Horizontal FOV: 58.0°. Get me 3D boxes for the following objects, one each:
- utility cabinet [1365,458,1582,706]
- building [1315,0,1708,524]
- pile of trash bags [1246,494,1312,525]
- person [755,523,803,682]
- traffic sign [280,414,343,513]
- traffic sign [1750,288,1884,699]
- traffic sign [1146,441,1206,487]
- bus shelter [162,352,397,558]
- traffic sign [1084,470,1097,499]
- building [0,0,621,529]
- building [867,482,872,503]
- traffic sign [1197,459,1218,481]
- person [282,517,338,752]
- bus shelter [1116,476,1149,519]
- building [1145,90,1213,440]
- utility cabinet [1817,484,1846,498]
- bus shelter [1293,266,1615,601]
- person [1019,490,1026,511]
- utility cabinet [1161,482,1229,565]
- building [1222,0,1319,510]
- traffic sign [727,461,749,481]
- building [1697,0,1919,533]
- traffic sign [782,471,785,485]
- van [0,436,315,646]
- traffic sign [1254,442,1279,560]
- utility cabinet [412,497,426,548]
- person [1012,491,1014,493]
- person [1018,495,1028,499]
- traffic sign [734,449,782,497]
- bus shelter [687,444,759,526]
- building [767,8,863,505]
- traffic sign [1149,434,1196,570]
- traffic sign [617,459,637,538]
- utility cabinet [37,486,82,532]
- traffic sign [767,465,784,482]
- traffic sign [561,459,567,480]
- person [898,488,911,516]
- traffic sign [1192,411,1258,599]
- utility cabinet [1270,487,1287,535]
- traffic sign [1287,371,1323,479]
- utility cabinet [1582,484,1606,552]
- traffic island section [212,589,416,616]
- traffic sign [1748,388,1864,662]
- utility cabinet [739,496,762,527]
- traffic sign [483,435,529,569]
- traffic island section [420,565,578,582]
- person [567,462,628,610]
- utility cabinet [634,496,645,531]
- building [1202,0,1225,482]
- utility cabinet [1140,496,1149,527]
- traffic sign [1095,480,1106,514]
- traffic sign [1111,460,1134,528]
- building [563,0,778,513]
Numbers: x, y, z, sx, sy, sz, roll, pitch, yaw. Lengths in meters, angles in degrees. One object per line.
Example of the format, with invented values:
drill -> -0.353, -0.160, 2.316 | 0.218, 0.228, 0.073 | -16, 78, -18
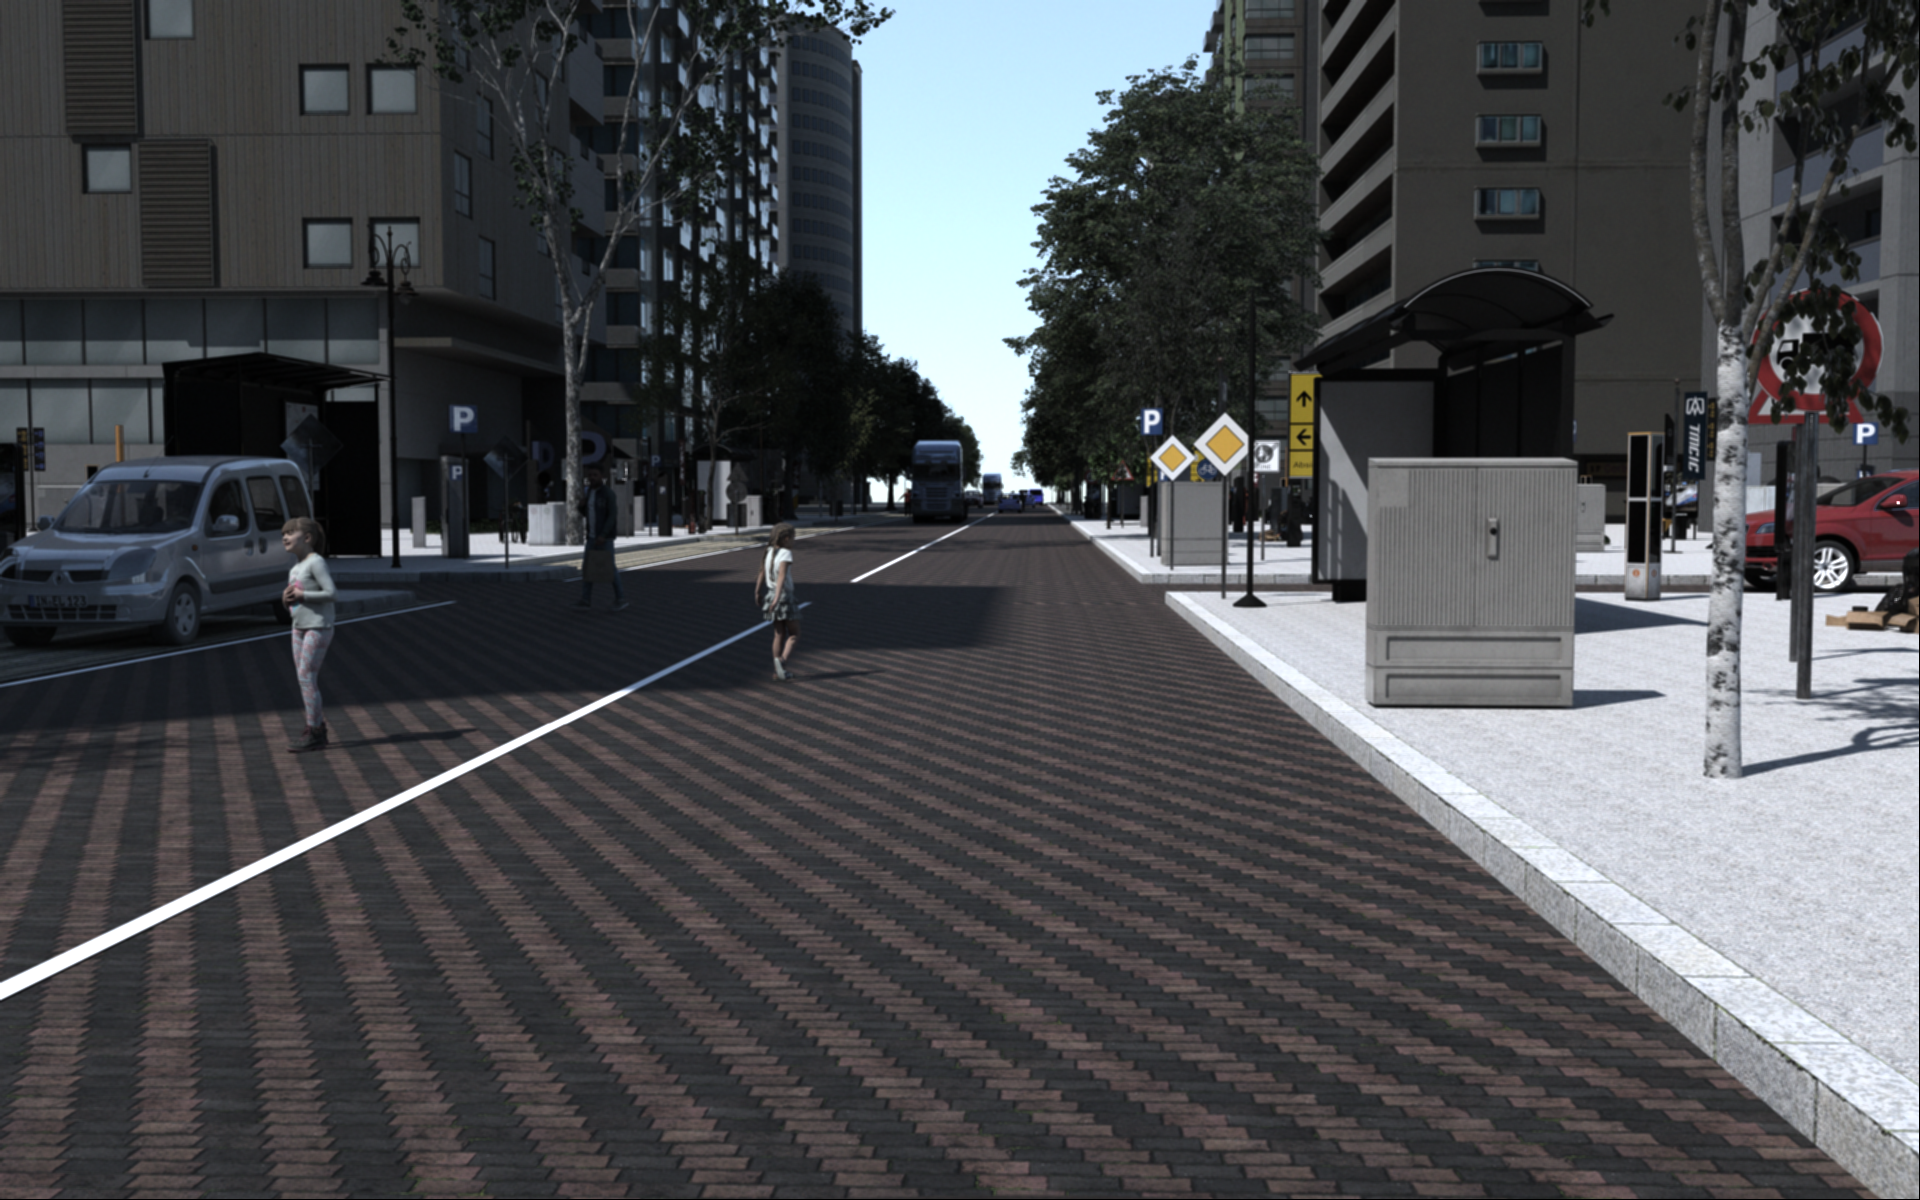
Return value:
utility cabinet -> 3.068, -0.107, 10.424 | 1.173, 1.500, 0.318 | 0, 4, 3
building -> 29.496, -28.054, 82.390 | 21.300, 48.544, 21.600 | 0, 4, 2
pile of trash bags -> 13.275, -3.866, 72.954 | 3.447, 1.369, 1.912 | 0, 4, -1
person -> -1.443, 0.011, 13.336 | 0.505, 1.210, 0.382 | 3, 5, 44
traffic sign -> -8.106, -1.102, 21.665 | 0.795, 2.450, 0.064 | 0, 4, 2
traffic sign -> 5.286, -0.652, 10.774 | 0.768, 2.556, 0.104 | 1, 4, 11
traffic sign -> 8.147, -4.376, 65.427 | 2.265, 3.308, 0.079 | 0, 4, 6
bus shelter -> -12.289, -2.478, 31.806 | 1.731, 3.624, 6.357 | 0, 4, 3
traffic sign -> 6.835, -5.494, 89.934 | 0.768, 2.556, 0.104 | 0, 4, 5
building -> -31.265, -29.661, 74.199 | 28.713, 52.752, 27.495 | 0, 4, 2
building -> -28.984, -33.541, 240.271 | 32.217, 40.220, 23.993 | 0, 4, 2
traffic sign -> 8.831, -3.774, 61.803 | 0.768, 2.556, 0.104 | 1, 4, 8
person -> -3.676, 0.186, 9.742 | 0.425, 1.301, 0.394 | 2, 4, 24
bus shelter -> 8.545, -5.564, 84.890 | 2.014, 3.302, 5.546 | 0, 4, 2
building -> 38.198, -38.797, 223.566 | 28.713, 52.752, 27.495 | 0, 4, 2
utility cabinet -> 18.322, -1.719, 36.790 | 1.173, 1.500, 0.318 | 3, 5, 43
bus shelter -> 4.894, -1.482, 18.162 | 2.014, 3.302, 5.546 | 0, 4, 3
person -> 5.295, -8.373, 145.956 | 0.434, 1.755, 0.990 | 3, 5, 40
utility cabinet -> 4.213, -1.371, 31.098 | 1.173, 1.500, 0.318 | -1, 4, -13
building -> 26.608, -27.314, 130.185 | 14.154, 41.232, 14.086 | 0, 4, 2
traffic sign -> -8.871, -4.224, 69.066 | 0.884, 2.594, 0.081 | 0, 4, 5
building -> 38.658, -30.931, 47.715 | 28.212, 58.520, 21.231 | 0, 4, 2
traffic sign -> -9.455, -5.730, 93.791 | 0.768, 2.556, 0.104 | 0, 4, 8
van -> -8.042, -0.647, 17.590 | 2.013, 2.044, 4.112 | 0, 4, 2
traffic sign -> 5.859, -1.916, 33.463 | 0.606, 2.300, 0.079 | 1, 4, 9
utility cabinet -> -13.011, -1.864, 41.642 | 0.306, 1.237, 1.020 | -1, 4, -16
person -> 4.501, -8.400, 146.775 | 0.436, 1.711, 0.756 | -1, 4, -20
person -> 6.199, -10.083, 174.077 | 1.217, 1.735, 0.721 | 0, 4, 8
traffic sign -> -9.174, -5.185, 78.654 | 2.265, 3.308, 0.079 | 1, 4, 10
bus shelter -> -9.809, -4.779, 72.066 | 2.014, 3.302, 5.546 | 0, 4, 3
building -> -23.856, -41.061, 213.350 | 21.231, 58.520, 28.212 | 0, 4, 2
traffic sign -> 3.569, -1.559, 29.139 | 0.795, 2.450, 0.064 | 0, 4, 2
traffic sign -> -9.708, -2.959, 50.502 | 0.606, 2.300, 0.079 | 0, 4, 3
utility cabinet -> -24.628, -2.376, 47.532 | 1.173, 1.500, 0.318 | -2, 4, -24
traffic sign -> -8.040, -4.615, 75.554 | 0.768, 2.556, 0.104 | 0, 4, 3
traffic sign -> -11.222, -2.934, 50.099 | 0.606, 2.300, 0.079 | 0, 4, 4
person -> -3.413, -6.427, 113.521 | 1.348, 1.831, 0.705 | 0, 4, -3
traffic sign -> 3.227, -1.071, 21.161 | 0.795, 2.450, 0.064 | 0, 4, 2
utility cabinet -> 9.826, -2.721, 53.174 | 0.318, 1.500, 1.173 | 0, 4, -5
traffic sign -> 6.550, -2.125, 28.616 | 2.265, 3.308, 0.079 | 1, 4, 10
utility cabinet -> 13.567, -1.802, 38.137 | 1.173, 1.500, 0.318 | 0, 4, 1
traffic island section -> -8.130, 0.034, 21.728 | 2.009, 0.180, 2.903 | 0, 4, 2
traffic sign -> 6.378, -0.805, 13.172 | 0.884, 2.594, 0.081 | 0, 4, 6
utility cabinet -> -8.273, -3.465, 67.816 | 1.020, 1.237, 0.306 | 1, 4, 14
traffic sign -> -7.764, -1.590, 29.643 | 0.795, 2.450, 0.064 | 0, 4, 2
traffic island section -> -7.788, -0.454, 29.706 | 2.009, 0.180, 2.903 | 0, 4, 2
person -> -4.395, -0.774, 21.147 | 0.713, 1.824, 0.794 | -2, 4, -32
utility cabinet -> -11.157, -3.001, 60.234 | 0.306, 1.237, 1.020 | 0, 4, -6
building -> 33.062, -32.561, 151.977 | 23.786, 49.044, 30.456 | 0, 4, 2
utility cabinet -> 7.247, -3.470, 67.898 | 0.306, 1.237, 1.020 | 1, 4, 11
traffic sign -> 7.325, -5.546, 90.681 | 0.884, 2.594, 0.081 | 1, 4, 9
traffic sign -> 6.148, -4.001, 65.428 | 0.884, 2.594, 0.081 | 1, 4, 12
building -> -28.094, -32.487, 150.766 | 23.786, 49.044, 30.456 | 0, 4, 2
